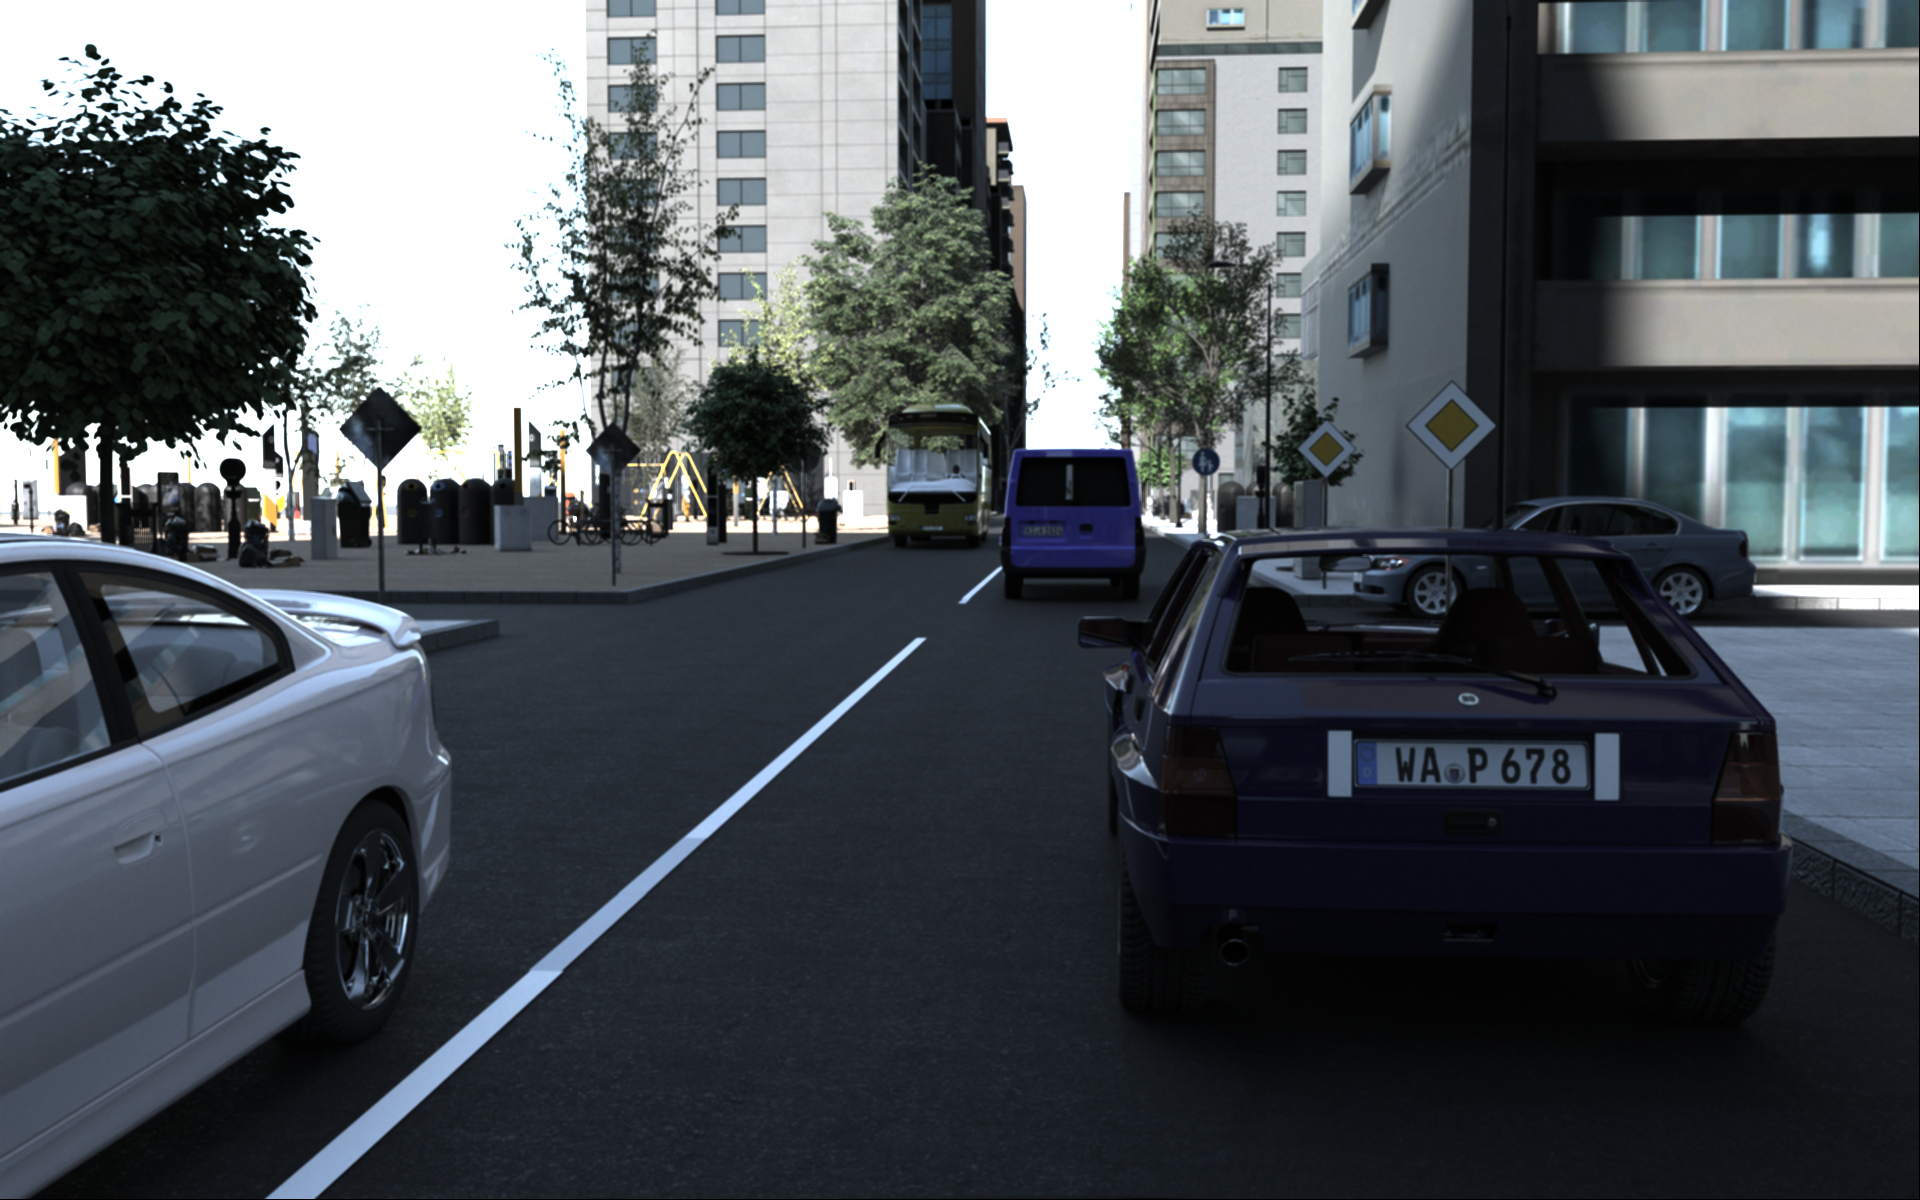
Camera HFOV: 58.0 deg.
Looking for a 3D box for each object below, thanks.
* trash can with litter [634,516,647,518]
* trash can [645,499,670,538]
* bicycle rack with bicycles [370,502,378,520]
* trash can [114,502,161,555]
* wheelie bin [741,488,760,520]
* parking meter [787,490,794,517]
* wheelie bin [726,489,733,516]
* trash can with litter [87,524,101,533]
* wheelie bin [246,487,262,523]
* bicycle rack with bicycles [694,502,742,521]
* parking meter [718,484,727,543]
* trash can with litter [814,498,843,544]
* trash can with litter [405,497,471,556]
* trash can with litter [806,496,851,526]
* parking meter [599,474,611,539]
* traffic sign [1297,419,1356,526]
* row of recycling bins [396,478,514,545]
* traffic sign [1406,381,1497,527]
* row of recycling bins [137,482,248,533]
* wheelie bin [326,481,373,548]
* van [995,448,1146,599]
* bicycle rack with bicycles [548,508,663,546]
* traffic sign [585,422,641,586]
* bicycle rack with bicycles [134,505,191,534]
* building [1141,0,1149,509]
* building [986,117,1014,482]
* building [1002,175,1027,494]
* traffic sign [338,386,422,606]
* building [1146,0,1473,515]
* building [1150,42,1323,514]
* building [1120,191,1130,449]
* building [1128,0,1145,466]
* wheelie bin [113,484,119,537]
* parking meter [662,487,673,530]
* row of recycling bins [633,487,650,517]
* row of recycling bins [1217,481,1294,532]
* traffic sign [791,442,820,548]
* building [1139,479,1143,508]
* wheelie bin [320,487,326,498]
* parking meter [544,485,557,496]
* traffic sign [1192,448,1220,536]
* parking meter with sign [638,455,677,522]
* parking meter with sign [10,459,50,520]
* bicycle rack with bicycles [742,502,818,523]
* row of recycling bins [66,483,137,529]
[{"bbox_3d":[-16.624,-5.097,94.400,2.233,1.210,1.678,0,4,5],"label":"trash can with litter"},{"bbox_3d":[-8.833,-2.384,50.633,0.748,1.137,0.748,0,3,0],"label":"trash can"},{"bbox_3d":[-30.592,-4.528,87.407,2.852,0.926,2.925,-1,4,-21],"label":"bicycle rack with bicycles"},{"bbox_3d":[-14.278,-1.127,30.080,0.748,1.137,0.748,0,3,0],"label":"trash can"},{"bbox_3d":[-10.525,-4.835,86.959,0.980,1.594,0.693,-1,4,-10],"label":"wheelie bin"},{"bbox_3d":[-9.675,-5.524,98.732,0.372,1.533,0.369,0,3,0],"label":"parking meter"},{"bbox_3d":[-13.218,-5.617,99.739,0.980,1.594,0.693,-3,5,-39],"label":"wheelie bin"},{"bbox_3d":[-28.492,-2.828,57.618,1.055,1.170,0.624,0,4,-5],"label":"trash can with litter"},{"bbox_3d":[-30.172,-4.016,73.566,0.693,1.594,0.980,3,5,42],"label":"wheelie bin"},{"bbox_3d":[-10.816,-4.195,81.972,2.925,0.926,2.852,1,4,13],"label":"bicycle rack with bicycles"},{"bbox_3d":[-6.349,-2.281,45.699,0.372,1.533,0.369,0,3,0],"label":"parking meter"},{"bbox_3d":[-3.406,-2.031,44.589,0.624,1.170,1.055,0,4,8],"label":"trash can with litter"},{"bbox_3d":[-11.125,-1.600,37.211,1.678,1.210,2.233,1,4,16],"label":"trash can with litter"},{"bbox_3d":[-5.101,-3.574,69.499,1.678,1.210,2.233,-2,4,-25],"label":"trash can with litter"},{"bbox_3d":[-10.145,-2.691,49.715,0.255,1.863,0.399,2,4,32],"label":"parking meter"},{"bbox_3d":[4.937,-1.209,23.404,0.795,2.450,0.064,0,4,4],"label":"traffic sign"},{"bbox_3d":[-12.786,-2.270,44.231,3.534,1.692,1.069,1,4,16],"label":"row of recycling bins"},{"bbox_3d":[4.362,-0.722,15.440,0.795,2.450,0.064,0,4,4],"label":"traffic sign"},{"bbox_3d":[-25.655,-3.132,58.328,3.534,1.692,1.069,1,4,9],"label":"row of recycling bins"},{"bbox_3d":[-14.563,-2.057,41.545,0.693,1.594,0.980,1,4,9],"label":"wheelie bin"},{"bbox_3d":[1.601,-1.284,25.381,2.240,2.365,5.245,0,4,2],"label":"van"},{"bbox_3d":[-8.941,-1.864,43.861,2.925,0.926,2.852,-1,4,-13],"label":"bicycle rack with bicycles"},{"bbox_3d":[-4.831,-1.253,24.127,0.795,2.450,0.064,0,4,4],"label":"traffic sign"},{"bbox_3d":[-26.075,-2.599,55.877,2.852,0.926,2.925,-1,4,-8],"label":"bicycle rack with bicycles"},{"bbox_3d":[22.783,-30.570,149.923,14.600,45.320,14.200,0,4,4],"label":"building"},{"bbox_3d":[-5.166,-33.240,198.099,22.147,44.769,28.867,0,4,4],"label":"building"},{"bbox_3d":[2.317,-36.339,244.248,14.600,45.320,14.200,0,4,4],"label":"building"},{"bbox_3d":[-5.405,-0.766,16.162,0.795,2.450,0.064,0,4,4],"label":"traffic sign"},{"bbox_3d":[25.392,-31.072,131.725,21.300,48.544,21.600,0,4,4],"label":"building"},{"bbox_3d":[19.680,-20.986,114.820,14.160,30.474,14.107,0,4,4],"label":"building"},{"bbox_3d":[30.160,-36.611,248.700,14.600,45.320,14.200,0,4,4],"label":"building"},{"bbox_3d":[29.756,-40.030,196.493,21.231,58.520,28.212,0,4,4],"label":"building"},{"bbox_3d":[-25.281,-2.688,51.852,0.980,1.594,0.693,2,4,31],"label":"wheelie bin"},{"bbox_3d":[-10.367,-3.244,61.444,0.372,1.533,0.369,0,3,0],"label":"parking meter"},{"bbox_3d":[-17.562,-5.543,97.740,1.069,1.692,3.534,-2,4,-27],"label":"row of recycling bins"},{"bbox_3d":[9.995,-2.965,55.592,3.534,1.692,1.069,-1,4,-13],"label":"row of recycling bins"},{"bbox_3d":[-3.711,-2.511,41.159,0.768,2.556,0.104,1,4,10],"label":"traffic sign"},{"bbox_3d":[24.118,-29.389,164.105,14.154,41.232,14.086,0,4,4],"label":"building"},{"bbox_3d":[-26.385,-3.947,72.444,0.980,1.594,0.693,3,4,36],"label":"wheelie bin"},{"bbox_3d":[-11.622,-2.494,49.186,0.372,1.533,0.369,0,3,0],"label":"parking meter"},{"bbox_3d":[6.819,-2.933,48.057,0.768,2.556,0.104,1,4,11],"label":"traffic sign"},{"bbox_3d":[-13.654,-5.014,78.233,1.738,3.016,0.543,-1,4,-10],"label":"parking meter with sign"},{"bbox_3d":[-45.808,-5.446,85.298,1.738,3.016,0.543,-1,4,-14],"label":"parking meter with sign"},{"bbox_3d":[-7.763,-4.004,78.843,2.925,0.926,2.852,2,4,28],"label":"bicycle rack with bicycles"},{"bbox_3d":[-31.217,-3.480,64.003,1.069,1.692,3.534,2,4,30],"label":"row of recycling bins"}]
